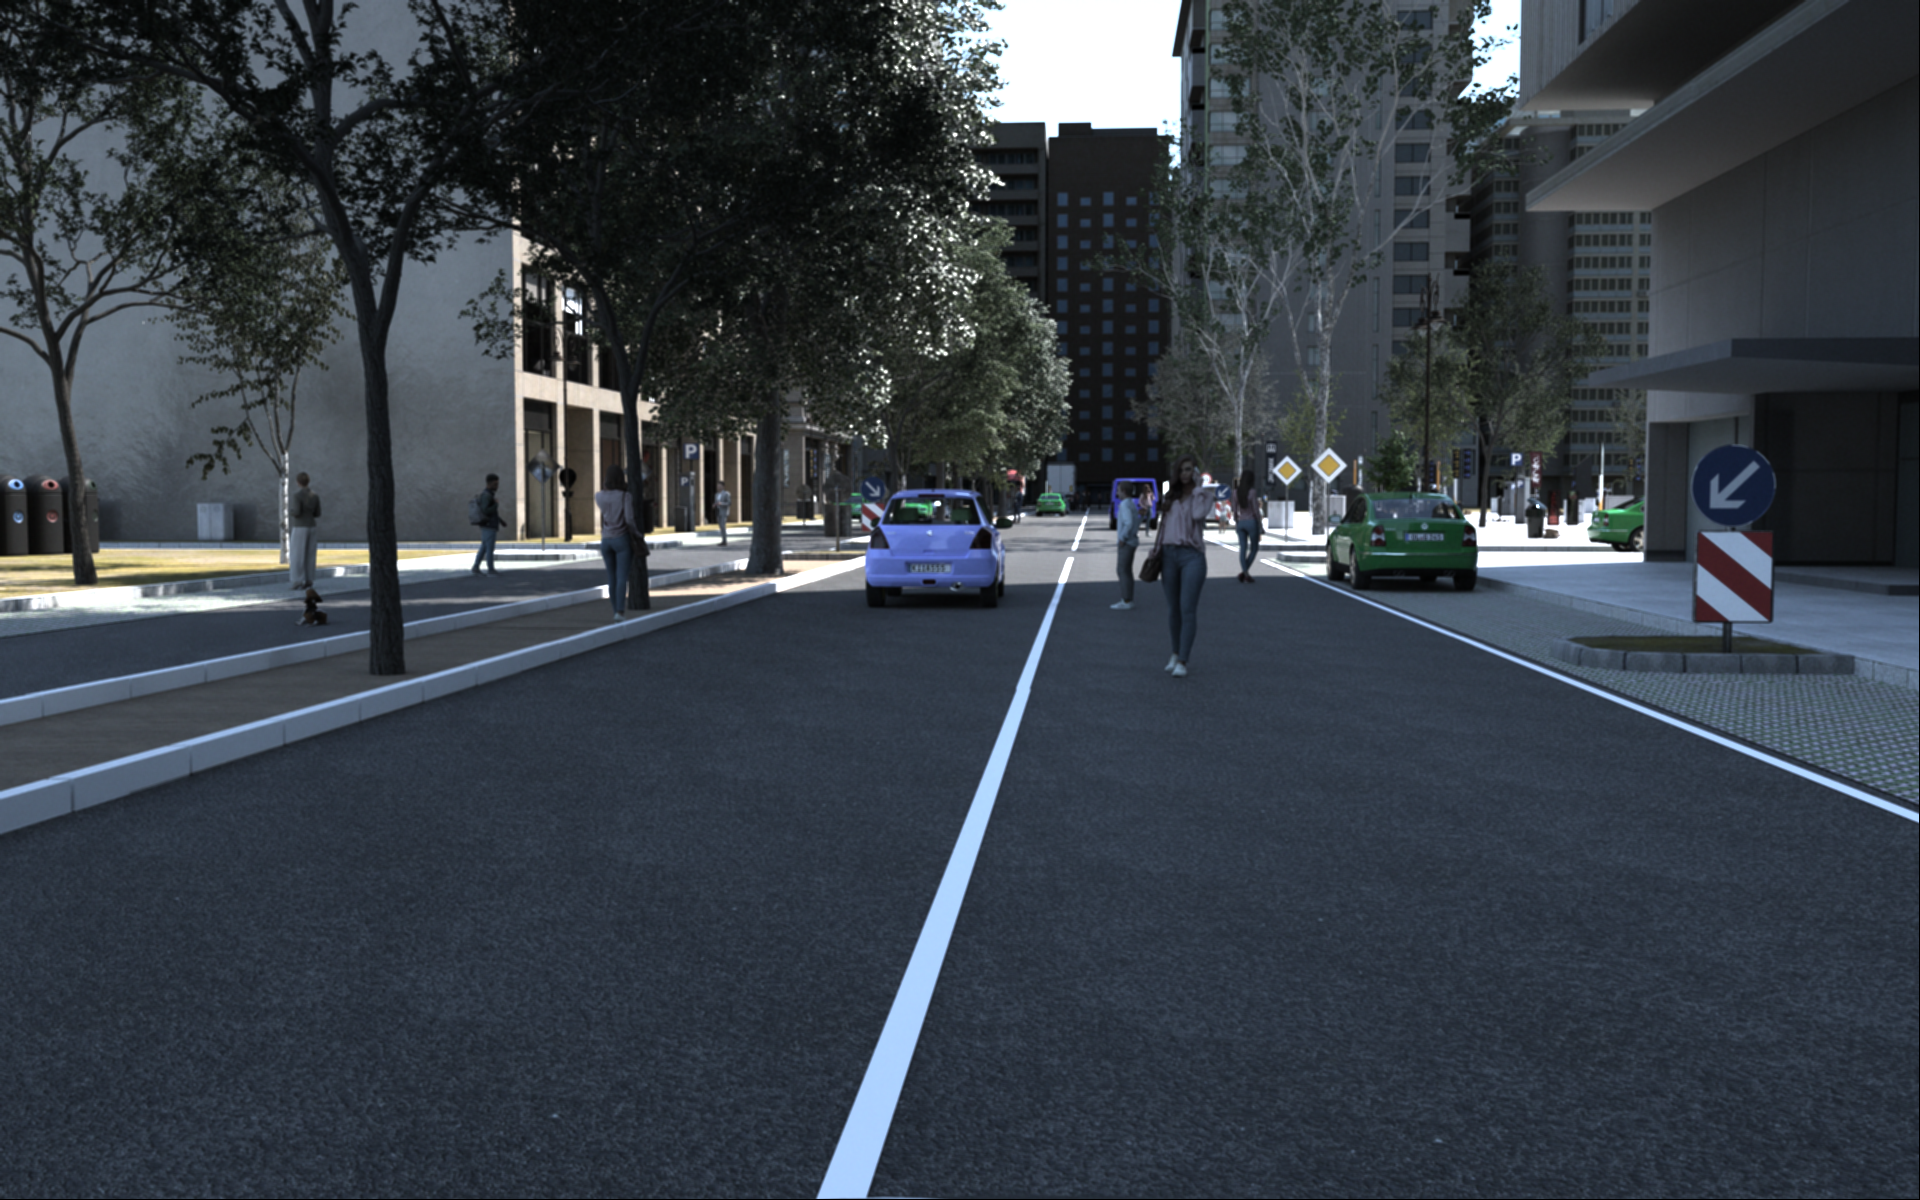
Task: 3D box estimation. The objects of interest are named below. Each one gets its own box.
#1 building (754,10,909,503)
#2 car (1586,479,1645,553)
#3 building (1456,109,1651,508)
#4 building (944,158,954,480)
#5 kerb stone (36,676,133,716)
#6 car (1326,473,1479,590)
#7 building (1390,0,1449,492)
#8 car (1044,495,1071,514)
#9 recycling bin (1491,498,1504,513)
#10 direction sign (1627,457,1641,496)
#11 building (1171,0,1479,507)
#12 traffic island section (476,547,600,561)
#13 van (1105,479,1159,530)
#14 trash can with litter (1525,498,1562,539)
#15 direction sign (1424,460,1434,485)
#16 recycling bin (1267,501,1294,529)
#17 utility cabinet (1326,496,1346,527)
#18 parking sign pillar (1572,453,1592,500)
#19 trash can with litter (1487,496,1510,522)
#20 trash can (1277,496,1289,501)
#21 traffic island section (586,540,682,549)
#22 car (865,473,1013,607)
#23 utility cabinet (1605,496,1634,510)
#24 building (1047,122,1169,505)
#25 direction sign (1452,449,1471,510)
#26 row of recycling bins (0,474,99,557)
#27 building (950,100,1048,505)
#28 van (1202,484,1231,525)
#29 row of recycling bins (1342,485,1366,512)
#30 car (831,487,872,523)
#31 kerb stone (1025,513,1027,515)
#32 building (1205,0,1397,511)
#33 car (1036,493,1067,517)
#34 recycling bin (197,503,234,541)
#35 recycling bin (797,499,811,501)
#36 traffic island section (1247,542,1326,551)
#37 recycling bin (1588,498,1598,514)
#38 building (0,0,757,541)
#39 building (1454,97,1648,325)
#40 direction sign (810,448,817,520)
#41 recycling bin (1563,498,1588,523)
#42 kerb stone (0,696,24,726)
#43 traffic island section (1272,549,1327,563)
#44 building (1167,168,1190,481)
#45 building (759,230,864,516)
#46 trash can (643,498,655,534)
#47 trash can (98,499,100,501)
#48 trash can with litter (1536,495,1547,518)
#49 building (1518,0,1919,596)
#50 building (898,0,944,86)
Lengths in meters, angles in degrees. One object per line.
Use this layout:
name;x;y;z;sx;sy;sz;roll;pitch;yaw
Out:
building;-16.193;-31.628;136.733;23.786;49.044;30.456;0;4;4
car;17.415;-1.977;41.126;4.718;1.807;1.959;0;4;6
building;63.046;-29.512;174.410;23.993;40.220;32.217;0;4;4
building;-7.751;-30.938;189.428;14.086;41.232;14.154;0;4;4
kerb stone;-5.881;0.650;11.576;0.120;0.150;1.000;0;4;4
car;6.834;-1.117;27.060;1.959;1.807;4.718;0;4;4
building;30.944;-43.787;154.169;20.563;71.187;20.611;0;4;4
car;7.067;-6.988;126.249;2.014;1.417;4.499;0;4;5
recycling bin;36.151;-6.346;116.311;0.722;1.027;0.722;-3;5;-41
direction sign;41.399;-6.998;106.420;0.876;3.537;0.379;-1;4;-13
building;36.725;-36.061;178.833;28.713;52.752;27.495;0;4;4
traffic island section;-9.227;-0.978;38.275;2.009;0.180;2.903;0;4;4
van;7.105;-4.080;71.087;2.240;2.365;5.245;0;4;4
trash can with litter;16.834;-2.357;49.916;0.624;1.170;1.055;-3;5;-41
direction sign;31.570;-7.629;116.723;0.379;3.537;0.876;-2;4;-29
recycling bin;11.795;-3.126;63.659;0.722;1.027;0.722;-3;5;-41
utility cabinet;14.374;-3.412;66.947;1.020;1.237;0.306;3;4;36
parking sign pillar;41.254;-7.734;114.925;1.447;3.967;1.447;-1;4;-20
trash can with litter;24.782;-4.207;79.841;1.678;1.210;2.233;1;4;19
trash can;20.512;-6.017;110.039;0.748;1.137;0.748;0;3;0
traffic island section;-8.612;-1.465;46.236;2.009;0.180;2.903;0;4;4
car;-0.275;-0.835;23.239;1.945;1.707;3.694;0;4;3
utility cabinet;25.484;-3.413;66.963;1.020;1.237;0.306;0;4;1
building;17.995;-34.336;211.500;14.200;45.320;14.600;0;4;4
direction sign;25.056;-5.785;86.574;0.876;3.537;0.379;1;4;21
row of recycling bins;-19.623;-1.782;36.241;1.069;1.692;3.534;1;4;18
building;0.419;-36.243;216.274;21.600;48.544;21.300;0;4;4
van;10.407;-4.023;72.790;2.013;2.044;4.112;0;4;5
row of recycling bins;17.610;-4.319;77.727;1.069;1.692;3.534;1;4;9
car;-5.393;-4.759;86.613;1.959;1.807;4.718;0;4;6
kerb stone;4.238;-5.688;115.193;0.120;0.150;1.000;0;4;4
building;26.366;-27.782;137.837;14.154;41.232;14.086;0;4;4
car;5.859;-6.271;111.326;1.959;1.807;4.718;0;4;5
recycling bin;-20.377;-2.132;47.417;0.722;1.027;0.722;0;4;-2
recycling bin;-8.088;-4.780;90.714;0.722;1.027;0.722;-1;4;-20
traffic island section;8.479;-1.384;44.916;2.009;0.180;2.903;0;4;4
recycling bin;41.410;-6.166;113.360;0.722;1.027;0.722;-2;4;-34
building;-20.394;-15.888;64.286;19.350;26.468;34.151;0;4;4
building;69.049;-36.202;211.512;30.456;49.044;23.786;0;4;4
direction sign;-7.186;-5.670;84.698;0.379;3.537;0.876;1;4;15
recycling bin;27.479;-3.972;77.491;0.722;1.027;0.722;0;4;-1
kerb stone;-5.955;0.715;10.557;0.120;0.150;1.000;0;4;4
traffic island section;7.863;-0.897;36.954;2.009;0.180;2.903;0;4;4
building;32.321;-32.185;209.815;14.086;41.232;14.154;0;4;4
building;-13.307;-15.313;101.271;10.553;20.767;40.483;0;4;4
trash can;-10.248;-2.724;56.186;0.748;1.137;0.748;0;3;0
trash can;-24.106;-2.208;47.748;0.748;1.137;0.748;0;3;0
trash can with litter;31.978;-5.135;95.006;2.233;1.210;1.678;1;4;16
building;23.111;-26.246;18.354;28.713;52.752;27.495;0;4;4
building;-13.038;-32.958;162.572;21.300;48.544;21.600;0;4;4
